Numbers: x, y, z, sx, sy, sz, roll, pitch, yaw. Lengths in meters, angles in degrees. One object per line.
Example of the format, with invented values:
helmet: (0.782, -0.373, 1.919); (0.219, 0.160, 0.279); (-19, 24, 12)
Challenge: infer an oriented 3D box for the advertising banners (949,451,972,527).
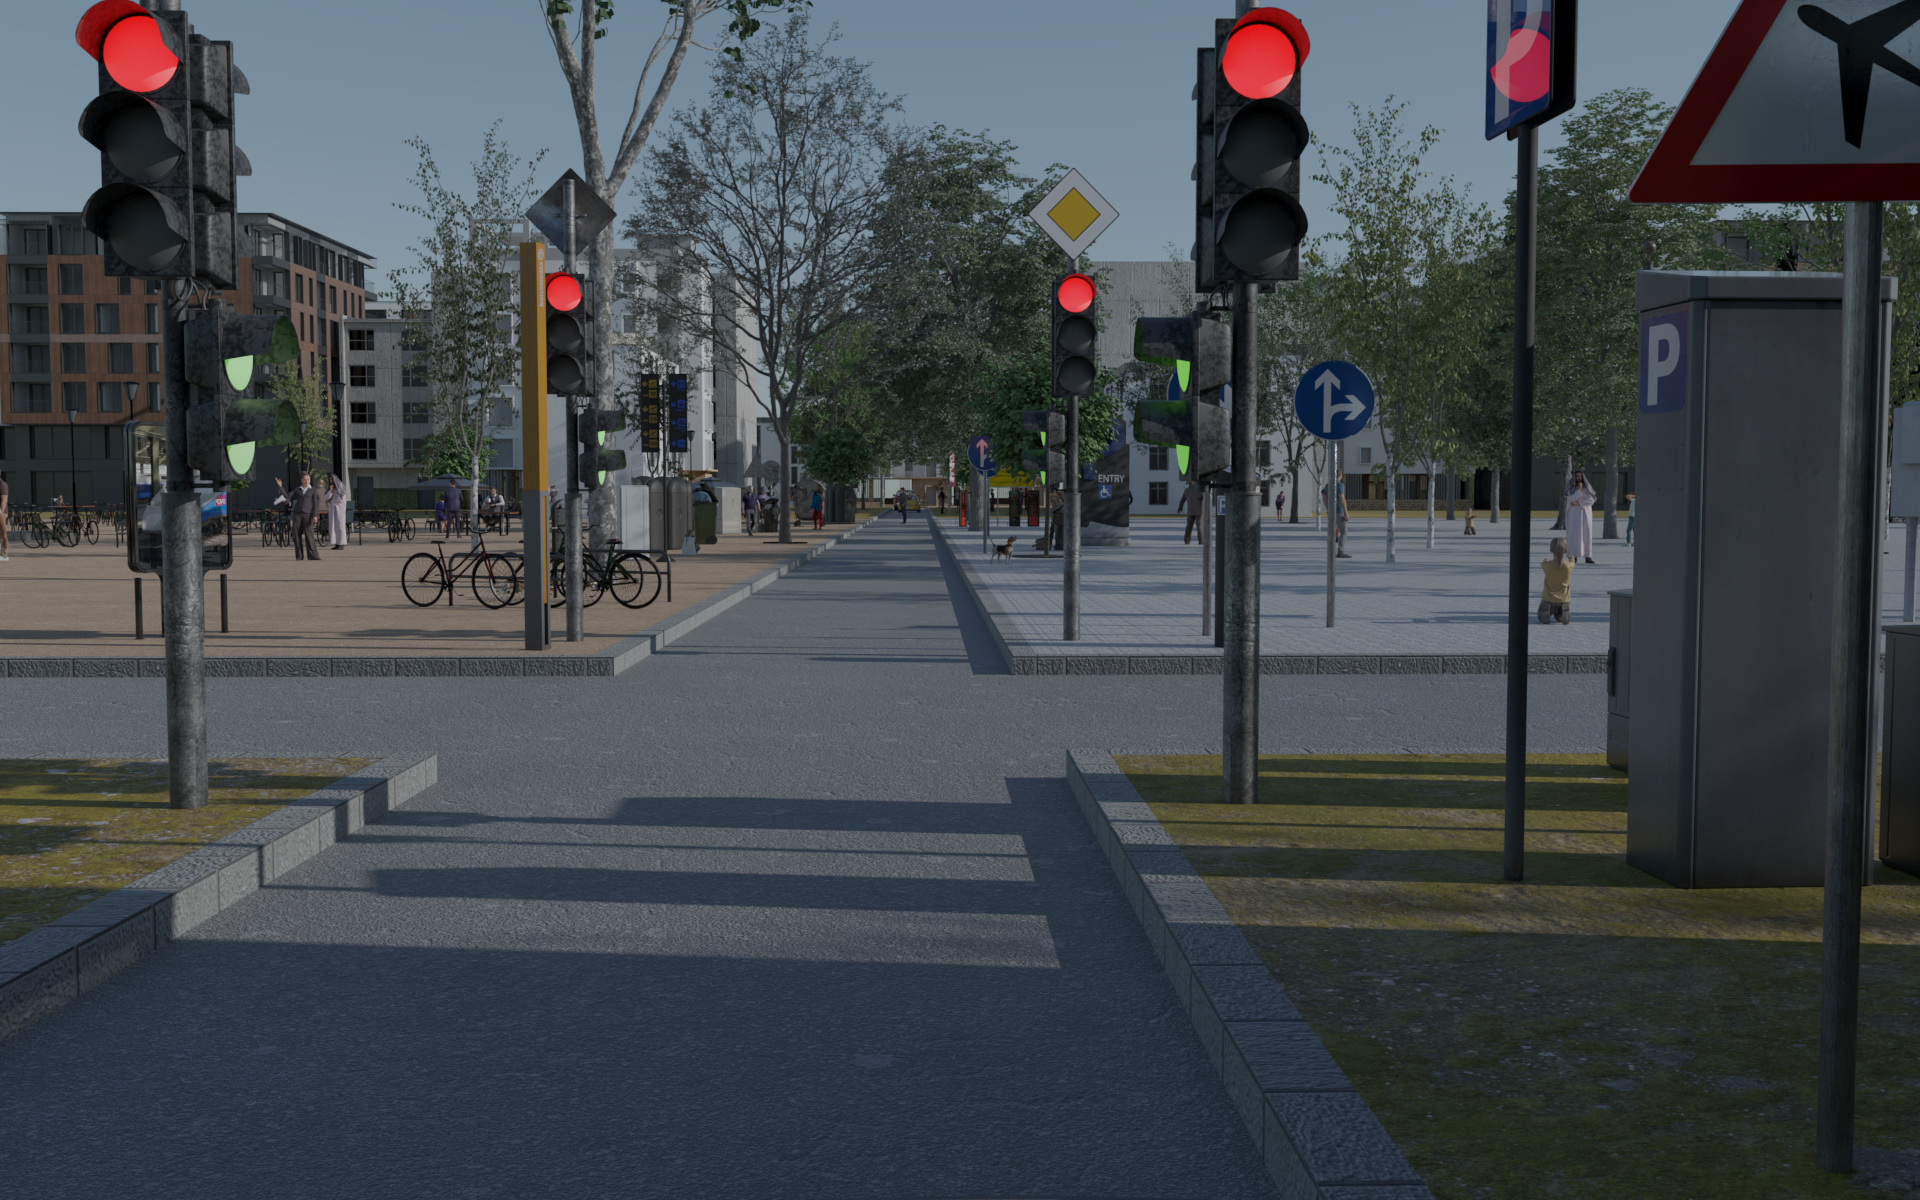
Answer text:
advertising banners: (0.136, -4.368, 67.610); (0.090, 3.025, 2.074); (3, 4, 37)

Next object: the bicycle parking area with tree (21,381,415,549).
bicycle parking area with tree: (-18.546, -3.496, 44.156); (8.231, 4.147, 9.016); (1, 4, 11)

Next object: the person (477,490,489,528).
person: (-17.744, -3.391, 64.026); (0.480, 1.512, 0.613); (3, 4, 37)

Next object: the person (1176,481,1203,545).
person: (5.964, -2.286, 43.975); (0.990, 1.755, 0.434); (3, 4, 37)

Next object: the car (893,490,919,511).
car: (-4.728, -8.697, 150.864); (2.281, 1.827, 5.304); (0, 4, -1)

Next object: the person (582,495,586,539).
person: (-10.906, -2.409, 49.338); (0.435, 1.345, 0.340); (-2, 4, -30)

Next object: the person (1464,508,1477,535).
person: (15.935, -2.451, 54.036); (0.347, 0.859, 0.695); (0, 4, 2)

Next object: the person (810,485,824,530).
person: (-5.089, -3.303, 61.750); (0.444, 1.614, 0.593); (-1, 4, -15)

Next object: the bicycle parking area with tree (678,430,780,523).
bicycle parking area with tree: (-12.626, -5.717, 80.476); (9.016, 4.147, 8.231); (0, 4, -2)

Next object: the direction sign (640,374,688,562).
direction sign: (-5.562, -2.485, 32.624); (0.876, 3.537, 0.379); (0, 4, 3)

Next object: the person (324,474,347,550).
person: (-14.390, -2.030, 39.908); (0.551, 1.740, 0.621); (0, 4, 1)

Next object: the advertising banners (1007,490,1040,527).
advertising banners: (2.868, -4.402, 68.159); (2.074, 3.025, 0.090); (1, 4, 13)

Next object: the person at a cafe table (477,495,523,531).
person at a cafe table: (-16.087, -3.040, 60.562); (1.726, 1.238, 1.698); (-1, 4, -12)

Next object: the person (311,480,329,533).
person: (-21.250, -3.108, 57.408); (0.434, 1.755, 0.990); (1, 4, 19)

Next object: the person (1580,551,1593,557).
person: (12.872, -1.612, 35.629); (0.776, 1.435, 0.726); (-1, 4, -12)

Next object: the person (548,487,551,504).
person: (-11.193, -2.442, 46.113); (0.789, 1.805, 0.875); (3, 5, 44)

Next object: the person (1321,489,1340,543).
person: (9.732, -2.207, 45.361); (0.421, 1.427, 0.697); (-3, 4, -36)

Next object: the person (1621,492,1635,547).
person: (16.399, -1.979, 42.302); (0.340, 1.345, 0.435); (3, 5, 40)

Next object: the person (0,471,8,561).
person: (-18.515, -1.656, 33.243); (0.434, 1.807, 0.598); (-3, 4, -38)

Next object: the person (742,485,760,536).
person: (-6.384, -2.743, 53.108); (0.569, 1.553, 0.471); (0, 4, 3)

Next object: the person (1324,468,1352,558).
person: (7.613, -1.755, 34.866); (0.434, 1.807, 0.598); (-1, 4, -18)

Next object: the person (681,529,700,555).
person: (-5.661, -1.214, 36.362); (0.381, 0.543, 0.357); (0, 4, 2)

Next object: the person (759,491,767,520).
person: (-9.872, -4.724, 86.509); (0.421, 1.427, 0.697); (0, 4, -2)

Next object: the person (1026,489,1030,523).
person: (3.133, -4.210, 77.564); (0.574, 1.496, 0.600); (-2, 4, -31)

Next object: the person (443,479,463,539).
person: (-14.616, -2.631, 49.980); (0.541, 1.710, 0.530); (0, 4, -7)

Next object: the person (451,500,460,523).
person: (-22.656, -4.248, 77.367); (0.647, 1.594, 0.662); (-1, 4, -10)

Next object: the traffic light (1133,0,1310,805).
traffic light: (1.150, -1.113, 7.112); (0.839, 4.253, 0.868); (0, 4, -1)

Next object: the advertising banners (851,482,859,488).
advertising banners: (-5.712, -5.294, 82.751); (2.074, 3.025, 0.090); (1, 4, 11)

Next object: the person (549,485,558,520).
person: (-20.014, -4.792, 85.199); (0.445, 1.727, 0.742); (0, 3, 0)

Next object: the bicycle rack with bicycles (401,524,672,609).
bicycle rack with bicycles: (-4.565, -0.404, 19.986); (2.925, 0.926, 2.852); (2, 4, 29)

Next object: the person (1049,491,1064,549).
person: (2.220, -1.857, 40.320); (0.435, 1.345, 0.340); (-1, 4, -10)

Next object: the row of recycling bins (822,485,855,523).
row of recycling bins: (-5.603, -4.400, 79.056); (1.069, 1.692, 3.534); (-1, 4, -18)

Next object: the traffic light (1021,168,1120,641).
traffic light: (0.962, -1.601, 15.095); (0.839, 4.253, 0.868); (0, 4, -1)

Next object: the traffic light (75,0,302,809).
traffic light: (-3.150, -1.105, 6.995); (0.839, 4.253, 0.868); (0, 4, -1)

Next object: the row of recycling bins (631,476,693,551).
row of recycling bins: (-7.010, -1.978, 39.459); (1.069, 1.692, 3.534); (1, 4, 15)

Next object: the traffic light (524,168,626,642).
traffic light: (-3.338, -1.594, 14.977); (0.839, 4.253, 0.868); (0, 4, -1)

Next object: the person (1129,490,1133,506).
person: (5.915, -3.411, 62.521); (0.576, 1.737, 0.504); (-1, 4, -8)

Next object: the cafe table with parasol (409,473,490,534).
cafe table with parasol: (-16.799, -3.193, 57.067); (2.610, 1.966, 2.610); (-1, 4, -20)

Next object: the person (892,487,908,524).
person: (-2.876, -4.506, 82.695); (0.750, 1.759, 0.617); (0, 4, -2)

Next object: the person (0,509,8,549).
person: (-8.638, -0.537, 14.969); (0.875, 1.805, 0.789); (-2, 4, -24)

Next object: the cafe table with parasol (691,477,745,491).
cafe table with parasol: (-9.755, -3.854, 67.874); (2.610, 1.966, 2.610); (0, 4, -3)

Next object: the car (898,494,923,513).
car: (-3.918, -7.575, 134.082); (2.015, 1.641, 3.980); (0, 4, 0)

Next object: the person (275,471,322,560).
person: (-12.746, -1.622, 33.358); (0.742, 1.727, 0.445); (-3, 5, -41)
